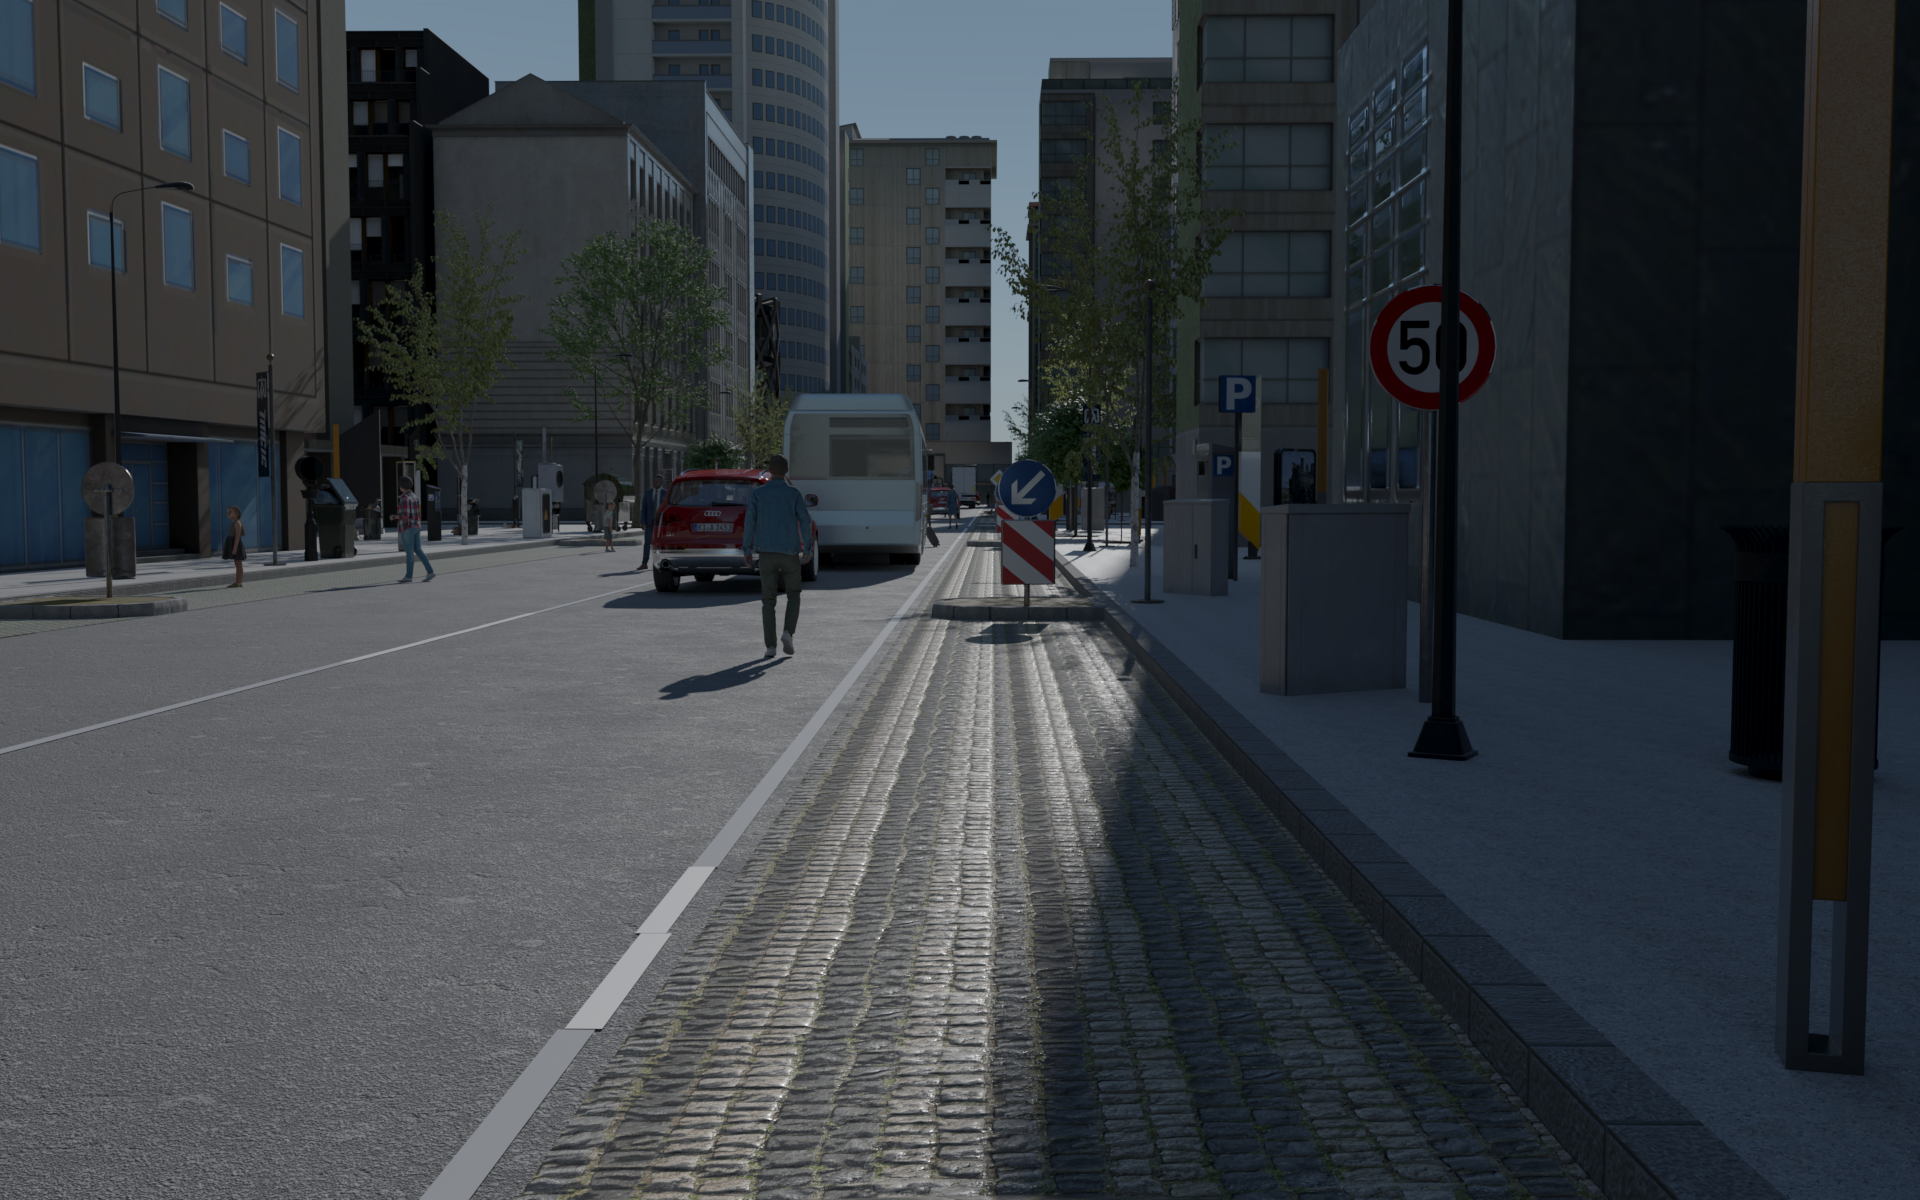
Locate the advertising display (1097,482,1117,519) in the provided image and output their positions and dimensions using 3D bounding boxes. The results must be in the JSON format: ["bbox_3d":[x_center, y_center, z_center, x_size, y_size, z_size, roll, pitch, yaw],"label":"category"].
[{"bbox_3d":[7.442,-5.046,87.709,0.974,1.923,0.123,0,4,7],"label":"advertising display"}]

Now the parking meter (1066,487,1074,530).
[{"bbox_3d":[3.960,-3.259,61.693,0.372,1.533,0.369,0,3,0],"label":"parking meter"}]

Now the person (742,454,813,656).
[{"bbox_3d":[-1.602,-0.391,15.244,0.601,1.785,0.444,0,4,-2],"label":"person"}]

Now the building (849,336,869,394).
[{"bbox_3d":[-26.675,-22.522,213.278,28.899,21.520,27.650,0,4,1],"label":"building"}]

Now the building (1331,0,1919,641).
[{"bbox_3d":[16.356,-42.490,7.376,22.319,86.520,31.000,0,4,1],"label":"building"}]

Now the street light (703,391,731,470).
[{"bbox_3d":[-11.031,-6.475,78.406,1.470,5.913,1.316,0,4,1],"label":"street light"}]

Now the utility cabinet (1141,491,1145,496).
[{"bbox_3d":[11.711,-6.201,110.072,0.318,1.500,1.173,1,4,17],"label":"utility cabinet"}]

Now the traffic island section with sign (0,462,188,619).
[{"bbox_3d":[-10.441,-0.737,20.686,1.989,1.847,2.006,0,4,1],"label":"traffic island section with sign"}]

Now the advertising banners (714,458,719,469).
[{"bbox_3d":[-12.110,-5.380,84.156,0.090,3.025,2.074,1,4,15],"label":"advertising banners"}]

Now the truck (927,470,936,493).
[{"bbox_3d":[-3.712,-11.577,179.036,2.967,4.110,18.799,0,4,1],"label":"truck"}]

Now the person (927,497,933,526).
[{"bbox_3d":[-1.258,-3.312,66.922,0.475,1.303,0.640,0,4,5],"label":"person"}]

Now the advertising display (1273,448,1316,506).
[{"bbox_3d":[4.756,-1.187,24.623,0.123,1.923,0.974,3,5,41],"label":"advertising display"}]

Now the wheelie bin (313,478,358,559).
[{"bbox_3d":[-12.522,-1.638,34.690,0.693,1.594,0.980,0,4,6],"label":"wheelie bin"}]

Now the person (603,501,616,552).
[{"bbox_3d":[-8.641,-1.807,42.728,0.352,1.250,0.332,2,4,23],"label":"person"}]

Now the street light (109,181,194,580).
[{"bbox_3d":[-12.086,-3.264,25.906,1.470,5.913,1.316,0,4,1],"label":"street light"}]

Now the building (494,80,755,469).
[{"bbox_3d":[-20.335,-17.818,109.339,12.078,24.808,19.932,0,4,1],"label":"building"}]

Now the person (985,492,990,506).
[{"bbox_3d":[3.169,-11.704,200.683,0.721,1.723,1.217,2,4,24],"label":"person"}]

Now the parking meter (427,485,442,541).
[{"bbox_3d":[-14.394,-2.385,47.411,0.372,1.533,0.369,0,3,0],"label":"parking meter"}]

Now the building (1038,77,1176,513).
[{"bbox_3d":[12.578,-21.549,124.019,14.160,30.474,14.107,0,4,1],"label":"building"}]

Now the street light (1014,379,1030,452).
[{"bbox_3d":[3.030,-5.968,70.124,1.470,5.913,1.316,0,4,1],"label":"street light"}]

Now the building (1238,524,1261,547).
[{"bbox_3d":[12.865,-22.230,47.056,14.154,41.232,14.086,0,4,1],"label":"building"}]

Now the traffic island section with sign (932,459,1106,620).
[{"bbox_3d":[0.676,-0.724,20.462,1.989,1.847,2.006,0,4,1],"label":"traffic island section with sign"}]

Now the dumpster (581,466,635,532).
[{"bbox_3d":[-12.066,-3.476,59.334,1.502,2.255,1.985,0,4,1],"label":"dumpster"}]

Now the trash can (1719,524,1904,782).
[{"bbox_3d":[3.828,0.233,7.841,0.748,1.137,0.748,0,3,0],"label":"trash can"}]

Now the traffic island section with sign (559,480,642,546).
[{"bbox_3d":[-9.918,-2.415,48.111,1.989,1.847,2.006,0,4,1],"label":"traffic island section with sign"}]

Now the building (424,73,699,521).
[{"bbox_3d":[-19.970,-14.754,90.381,9.793,20.994,18.267,0,4,1],"label":"building"}]

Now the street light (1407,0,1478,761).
[{"bbox_3d":[1.828,-2.189,8.334,1.470,5.913,1.316,0,4,1],"label":"street light"}]

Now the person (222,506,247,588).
[{"bbox_3d":[-11.084,-0.811,26.432,0.373,1.253,0.362,-2,4,-33],"label":"person"}]

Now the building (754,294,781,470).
[{"bbox_3d":[-21.998,-16.002,129.088,16.820,18.784,16.811,0,4,1],"label":"building"}]

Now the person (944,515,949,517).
[{"bbox_3d":[-0.776,-6.022,107.162,0.606,1.804,0.583,-2,4,-28],"label":"person"}]

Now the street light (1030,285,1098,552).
[{"bbox_3d":[2.360,-4.041,38.611,1.470,5.913,1.316,0,4,1],"label":"street light"}]

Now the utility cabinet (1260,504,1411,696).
[{"bbox_3d":[2.443,-0.009,11.312,1.020,1.237,0.306,-2,4,-28],"label":"utility cabinet"}]

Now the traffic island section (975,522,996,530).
[{"bbox_3d":[1.627,-2.944,70.415,2.009,0.180,2.903,0,4,1],"label":"traffic island section"}]

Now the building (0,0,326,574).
[{"bbox_3d":[-21.738,-23.356,31.974,14.600,45.320,14.200,0,4,1],"label":"building"}]

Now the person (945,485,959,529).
[{"bbox_3d":[-0.317,-3.826,71.076,0.581,1.822,0.654,-1,4,-21],"label":"person"}]

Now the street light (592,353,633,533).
[{"bbox_3d":[-11.497,-5.184,57.294,1.470,5.913,1.316,0,4,1],"label":"street light"}]

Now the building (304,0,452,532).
[{"bbox_3d":[-34.705,-24.599,56.826,28.867,44.769,22.147,0,4,1],"label":"building"}]

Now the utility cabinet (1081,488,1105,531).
[{"bbox_3d":[4.568,-3.120,59.696,0.318,1.500,1.173,-2,4,-24],"label":"utility cabinet"}]

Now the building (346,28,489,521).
[{"bbox_3d":[-33.091,-15.735,86.938,15.834,23.373,12.332,0,4,1],"label":"building"}]

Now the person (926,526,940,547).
[{"bbox_3d":[-1.286,-2.314,46.545,1.509,1.804,0.699,-1,4,-11],"label":"person"}]

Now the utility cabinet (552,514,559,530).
[{"bbox_3d":[-14.893,-3.237,61.609,1.173,1.500,0.318,0,4,-7],"label":"utility cabinet"}]

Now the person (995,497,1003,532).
[{"bbox_3d":[1.570,-3.429,65.565,0.512,1.701,0.522,0,4,1],"label":"person"}]

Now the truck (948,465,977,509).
[{"bbox_3d":[0.299,-11.215,172.283,2.839,4.237,11.283,0,4,-1],"label":"truck"}]

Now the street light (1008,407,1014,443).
[{"bbox_3d":[3.428,-7.314,92.131,1.470,5.913,1.316,0,4,1],"label":"street light"}]

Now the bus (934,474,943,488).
[{"bbox_3d":[-3.636,-13.270,208.504,2.896,3.916,12.252,0,4,3],"label":"bus"}]

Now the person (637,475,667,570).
[{"bbox_3d":[-5.822,-1.491,33.053,0.721,1.800,0.419,-1,4,-11],"label":"person"}]

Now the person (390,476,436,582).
[{"bbox_3d":[-8.936,-1.157,28.247,0.643,1.720,0.563,0,4,8],"label":"person"}]

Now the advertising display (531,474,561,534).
[{"bbox_3d":[-14.056,-3.277,58.791,0.974,1.923,0.123,-2,4,-30],"label":"advertising display"}]

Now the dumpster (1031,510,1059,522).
[{"bbox_3d":[3.905,-4.741,80.003,1.502,2.255,1.985,0,4,1],"label":"dumpster"}]

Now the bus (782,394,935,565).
[{"bbox_3d":[-2.049,-2.661,38.368,2.948,3.499,13.247,0,4,-1],"label":"bus"}]

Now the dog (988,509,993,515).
[{"bbox_3d":[1.881,-5.404,107.648,0.540,0.507,0.406,2,4,27],"label":"dog"}]

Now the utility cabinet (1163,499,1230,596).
[{"bbox_3d":[3.012,-0.675,22.200,0.306,1.237,1.020,-2,4,-30],"label":"utility cabinet"}]
